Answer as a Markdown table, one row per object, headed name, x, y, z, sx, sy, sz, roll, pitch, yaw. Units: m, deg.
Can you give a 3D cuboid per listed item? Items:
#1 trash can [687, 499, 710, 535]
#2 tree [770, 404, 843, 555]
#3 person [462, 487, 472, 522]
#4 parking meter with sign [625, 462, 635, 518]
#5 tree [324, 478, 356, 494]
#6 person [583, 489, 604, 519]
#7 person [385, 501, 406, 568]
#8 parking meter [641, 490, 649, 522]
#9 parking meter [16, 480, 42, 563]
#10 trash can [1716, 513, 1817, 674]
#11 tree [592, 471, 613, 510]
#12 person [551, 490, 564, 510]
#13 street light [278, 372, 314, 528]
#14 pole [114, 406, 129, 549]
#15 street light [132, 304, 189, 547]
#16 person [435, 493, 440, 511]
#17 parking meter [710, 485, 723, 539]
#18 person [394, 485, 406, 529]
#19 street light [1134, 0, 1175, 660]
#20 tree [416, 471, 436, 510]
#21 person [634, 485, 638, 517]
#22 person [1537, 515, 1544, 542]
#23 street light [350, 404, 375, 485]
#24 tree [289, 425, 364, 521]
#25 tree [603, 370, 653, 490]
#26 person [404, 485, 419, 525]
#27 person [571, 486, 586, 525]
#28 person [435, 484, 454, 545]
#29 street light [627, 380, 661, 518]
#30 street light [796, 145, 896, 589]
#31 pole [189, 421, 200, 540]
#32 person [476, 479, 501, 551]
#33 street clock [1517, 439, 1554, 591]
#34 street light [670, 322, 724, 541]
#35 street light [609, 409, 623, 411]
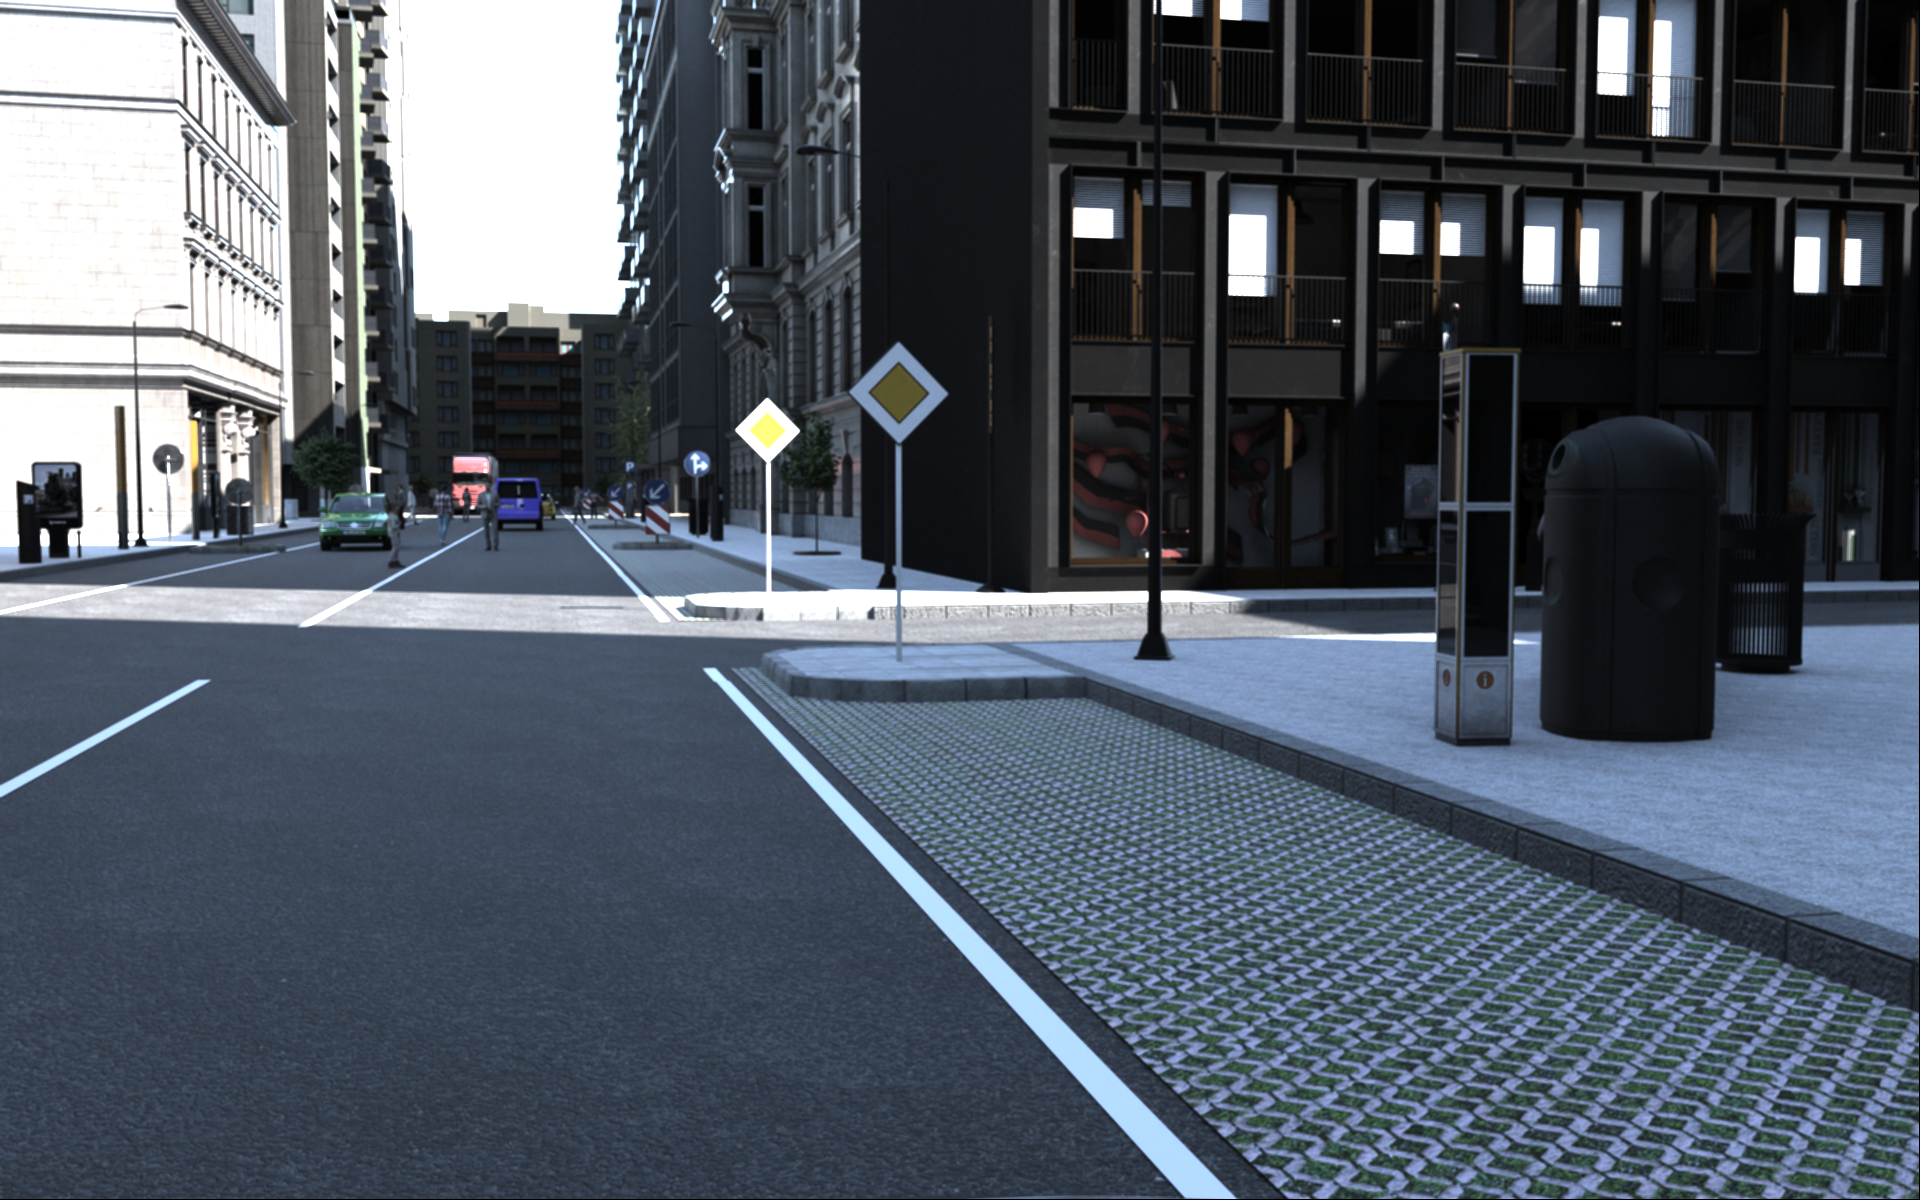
| name | x | y | z | sx | sy | sz | roll | pitch | yaw |
| --- | --- | --- | --- | --- | --- | --- | --- | --- | --- |
| trash can | -8.256 | -2.634 | 54.720 | 0.748 | 1.137 | 0.748 | 0 | 3 | 0 |
| tree | -2.989 | -2.588 | 36.908 | 1.663 | 3.219 | 1.824 | 0 | 3 | 0 |
| person | -25.229 | -4.889 | 88.704 | 0.520 | 1.790 | 0.573 | 0 | 4 | 0 |
| parking meter with sign | -17.668 | -5.893 | 92.616 | 0.543 | 3.016 | 1.738 | -1 | 4 | -8 |
| tree | -32.438 | -5.886 | 90.838 | 1.663 | 3.219 | 1.824 | 0 | 3 | 0 |
| person | -20.912 | -5.481 | 98.821 | 1.217 | 1.736 | 0.721 | 0 | 4 | 2 |
| person | -10.948 | -1.272 | 33.581 | 0.394 | 1.301 | 0.425 | -3 | 4 | -36 |
| parking meter | -14.428 | -4.337 | 79.320 | 0.372 | 1.533 | 0.369 | 0 | 3 | 0 |
| parking meter | -17.286 | -1.453 | 32.162 | 0.372 | 1.533 | 0.369 | 0 | 3 | 0 |
| trash can | 5.781 | -0.055 | 12.555 | 0.748 | 1.137 | 0.748 | 0 | 3 | 0 |
| tree | -29.083 | -9.010 | 141.912 | 1.663 | 3.219 | 1.824 | 0 | 3 | 0 |
| person | -37.335 | -9.299 | 160.617 | 1.350 | 1.814 | 0.705 | 0 | 4 | 3 |
| street light | -25.146 | -5.694 | 65.641 | 1.470 | 5.913 | 1.316 | -1 | 4 | -13 |
| pole | -19.471 | -2.836 | 40.219 | 0.158 | 3.312 | 0.155 | 0 | 3 | 0 |
| street light | -19.532 | -4.270 | 42.354 | 1.470 | 5.913 | 1.316 | -1 | 4 | -13 |
| person | -37.395 | -7.043 | 124.101 | 0.683 | 1.767 | 0.568 | -2 | 4 | -29 |
| parking meter | -6.997 | -2.531 | 49.790 | 0.372 | 1.533 | 0.369 | 0 | 3 | 0 |
| person | -22.699 | -3.763 | 70.212 | 0.473 | 1.802 | 0.592 | -1 | 4 | -12 |
| street light | 0.989 | -2.488 | 13.216 | 1.470 | 5.913 | 1.316 | -1 | 4 | -13 |
| tree | -43.589 | -8.925 | 140.517 | 1.663 | 3.219 | 1.824 | 0 | 3 | 0 |
| person | -18.562 | -5.663 | 98.637 | 0.705 | 1.823 | 1.348 | -1 | 4 | -20 |
| person | 7.460 | -0.760 | 21.193 | 0.678 | 1.792 | 0.850 | 0 | 4 | 6 |
| street light | -30.697 | -7.119 | 88.944 | 1.470 | 5.913 | 1.316 | -1 | 4 | -13 |
| tree | -30.281 | -6.069 | 82.937 | 4.285 | 4.588 | 4.351 | 0 | 3 | 0 |
| tree | -19.085 | -9.257 | 101.721 | 4.737 | 8.622 | 4.395 | 0 | 3 | 0 |
| person | -25.642 | -4.431 | 80.833 | 0.818 | 1.842 | 0.514 | -2 | 4 | -35 |
| person | -17.491 | -4.324 | 79.375 | 0.728 | 1.800 | 0.709 | -1 | 4 | -15 |
| person | -14.564 | -2.415 | 48.824 | 0.563 | 1.720 | 0.643 | 2 | 4 | 25 |
| street light | -12.874 | -6.025 | 71.044 | 1.470 | 5.913 | 1.316 | -1 | 4 | -13 |
| street light | -1.502 | -3.107 | 23.346 | 1.470 | 5.913 | 1.316 | -1 | 4 | -13 |
| pole | -21.380 | -3.335 | 48.371 | 0.158 | 3.312 | 0.155 | 0 | 3 | 0 |
| person | -11.945 | -2.155 | 43.934 | 0.606 | 1.804 | 0.583 | -1 | 4 | -18 |
| street clock | 7.596 | -1.120 | 22.886 | 0.471 | 2.002 | 0.358 | 1 | 4 | 12 |
| street light | -7.150 | -4.558 | 47.057 | 1.470 | 5.913 | 1.316 | -1 | 4 | -13 |
| street light | -18.375 | -7.451 | 94.358 | 1.470 | 5.913 | 1.316 | -1 | 4 | -13 |
